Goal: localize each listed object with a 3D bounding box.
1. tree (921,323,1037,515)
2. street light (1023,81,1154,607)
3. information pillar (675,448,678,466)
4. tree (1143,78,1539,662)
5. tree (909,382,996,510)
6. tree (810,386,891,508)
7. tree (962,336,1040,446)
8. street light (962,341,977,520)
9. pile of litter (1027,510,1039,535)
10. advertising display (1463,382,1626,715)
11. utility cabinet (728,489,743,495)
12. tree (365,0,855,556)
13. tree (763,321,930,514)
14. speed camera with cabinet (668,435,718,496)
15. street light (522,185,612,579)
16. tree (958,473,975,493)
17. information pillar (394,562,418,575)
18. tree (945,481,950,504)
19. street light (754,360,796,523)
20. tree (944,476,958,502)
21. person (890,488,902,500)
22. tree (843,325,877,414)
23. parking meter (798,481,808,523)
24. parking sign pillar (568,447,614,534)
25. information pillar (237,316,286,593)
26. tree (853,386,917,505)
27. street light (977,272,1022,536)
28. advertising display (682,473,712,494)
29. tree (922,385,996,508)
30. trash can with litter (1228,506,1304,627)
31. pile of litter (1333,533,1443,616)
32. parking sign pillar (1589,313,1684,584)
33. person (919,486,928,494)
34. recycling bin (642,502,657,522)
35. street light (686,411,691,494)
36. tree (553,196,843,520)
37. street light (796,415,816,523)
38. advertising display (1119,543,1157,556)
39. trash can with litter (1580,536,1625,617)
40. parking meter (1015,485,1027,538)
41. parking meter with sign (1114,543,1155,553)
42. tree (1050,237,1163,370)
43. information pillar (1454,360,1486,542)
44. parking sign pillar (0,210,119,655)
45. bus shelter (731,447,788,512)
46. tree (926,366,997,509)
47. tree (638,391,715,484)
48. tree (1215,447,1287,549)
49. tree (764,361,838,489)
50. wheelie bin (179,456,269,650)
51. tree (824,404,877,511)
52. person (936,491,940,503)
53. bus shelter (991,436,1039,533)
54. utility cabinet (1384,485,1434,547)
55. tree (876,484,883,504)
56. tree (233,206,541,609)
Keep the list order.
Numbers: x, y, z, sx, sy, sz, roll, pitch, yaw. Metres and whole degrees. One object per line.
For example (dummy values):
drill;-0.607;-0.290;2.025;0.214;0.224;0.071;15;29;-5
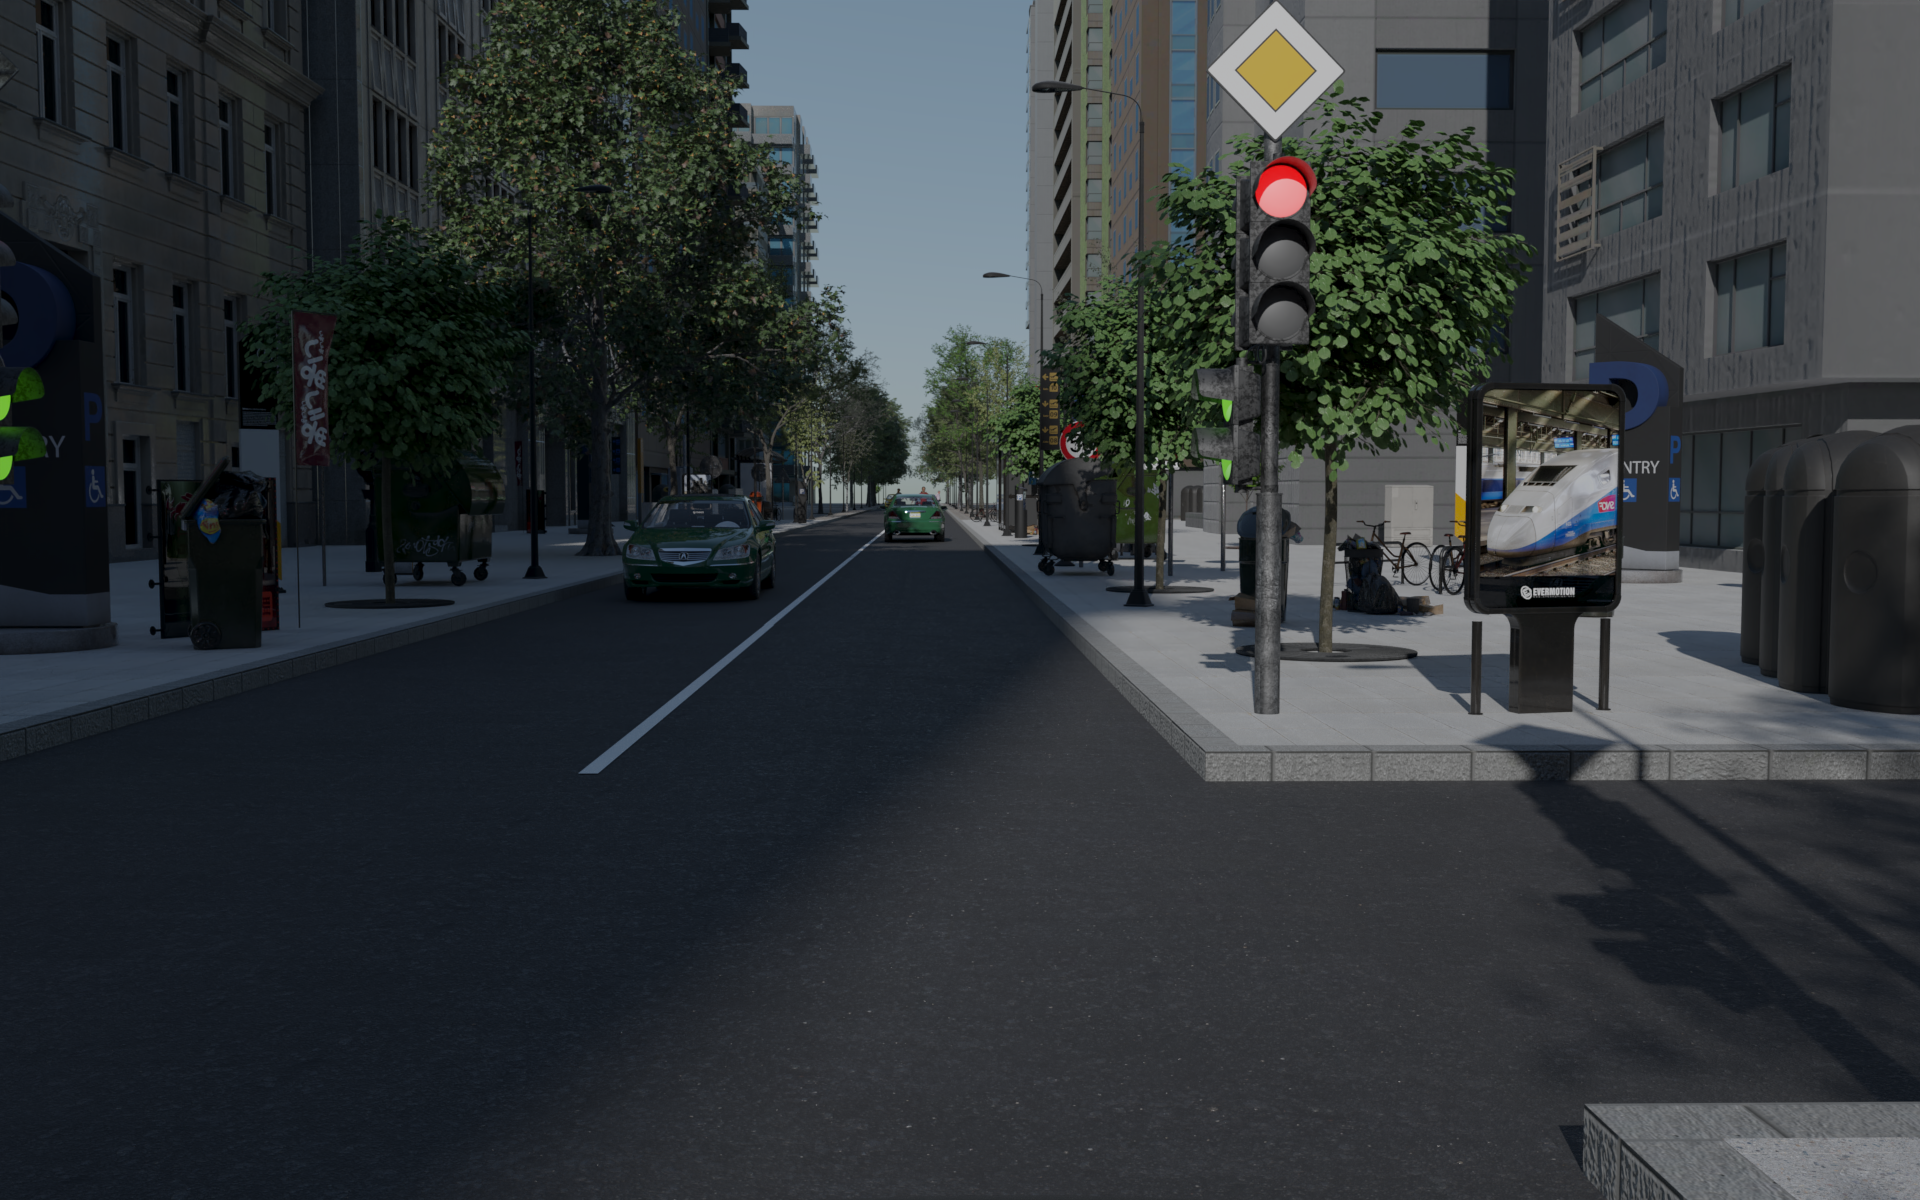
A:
tree;1.189;-11.043;106.314;9.928;11.665;9.643;0;3;0
street light;1.507;-2.881;19.646;1.470;5.913;1.316;0;4;-1
information pillar;-13.890;-5.715;84.802;0.183;3.616;0.504;-1;4;-17
tree;2.867;-1.835;13.722;4.285;4.588;4.351;0;3;0
tree;0.479;-12.416;137.410;8.767;10.594;7.601;-1;4;-19
tree;-10.021;-14.657;157.767;7.486;12.596;7.792;0;3;0
tree;2.313;-8.032;81.680;4.737;8.622;4.395;0;3;0
street light;0.895;-4.899;52.639;1.470;5.913;1.316;0;4;-1
pile of litter;2.518;-2.488;54.638;1.719;0.858;1.176;0;4;-3
advertising display;3.417;-0.301;10.135;0.974;1.923;0.123;-1;4;-14
utility cabinet;-9.024;-3.729;69.643;0.318;1.500;1.173;0;4;7
tree;-7.457;-7.274;35.936;9.611;12.733;9.660;0;3;0
tree;-9.086;-12.312;111.669;12.009;13.543;11.850;0;3;0
speed camera with cabinet;-9.036;-3.936;58.681;0.660;3.252;2.038;2;4;29
street light;-5.918;-3.279;26.145;1.470;5.913;1.316;0;4;-1
tree;0.767;-10.024;158.492;1.663;3.219;1.824;0;3;0
information pillar;-8.791;-1.404;27.451;0.304;2.012;0.304;0;4;0
tree;-1.643;-19.003;221.074;12.009;13.543;11.850;0;3;0
street light;-6.541;-5.339;59.838;1.470;5.913;1.316;0;4;-1
tree;-1.338;-17.396;234.781;4.360;8.622;3.978;0;3;0
person;-4.578;-7.419;129.427;1.348;1.869;0.705;0;4;6
tree;-7.176;-8.050;66.030;8.767;10.594;7.601;0;4;7
parking meter;-6.869;-4.278;75.648;0.399;1.863;0.255;0;4;1
parking sign pillar;-11.915;-4.119;55.814;1.447;3.967;1.447;1;4;9
information pillar;-8.974;-1.888;22.219;0.504;3.616;0.183;-3;4;-39
tree;-10.318;-18.570;210.267;9.857;13.997;8.962;0;3;0
street light;1.174;-3.906;36.397;1.470;5.913;1.316;0;4;-1
advertising display;-8.220;-2.996;54.206;0.974;1.923;0.123;-2;4;-31
tree;0.120;-15.373;168.354;9.611;12.733;9.660;0;3;0
trash can with litter;3.004;-0.347;17.062;0.624;1.170;1.055;1;4;19
pile of litter;4.603;-0.306;18.971;1.176;0.858;1.719;0;4;-6
parking sign pillar;9.857;-2.257;25.381;1.447;3.967;1.447;-3;5;-42
person;-1.890;-4.997;90.144;1.348;1.831;0.705;0;4;-4
recycling bin;-9.101;-2.424;52.192;0.722;1.027;0.722;-3;5;-42
street light;-6.306;-4.346;43.596;1.470;5.913;1.316;0;4;-1
tree;-8.079;-7.037;49.470;8.767;10.594;7.601;0;3;0
street light;-6.788;-6.416;77.448;1.470;5.913;1.316;0;4;-1
advertising display;3.741;-1.893;36.161;0.974;1.923;0.123;-2;4;-25
trash can with litter;6.454;-0.422;18.293;0.624;1.170;1.055;-2;4;-32
parking meter;1.774;-2.566;50.363;0.372;1.533;0.369;0;3;0
parking meter with sign;3.710;-2.580;38.436;0.543;3.016;1.738;-2;4;-32
tree;4.628;-5.998;48.434;4.360;8.622;3.978;0;3;0
information pillar;8.816;-2.357;29.891;0.504;3.616;0.183;1;4;11
parking sign pillar;-7.832;-1.583;14.348;1.447;3.967;1.447;0;4;-1
bus shelter;-8.897;-5.095;77.230;2.014;3.302;5.546;0;4;-1
tree;0.443;-14.283;151.658;7.486;12.596;7.792;0;3;0
tree;-12.373;-7.684;75.995;4.737;8.622;4.395;0;3;0
tree;6.713;-2.797;40.340;1.663;3.219;1.824;0;3;0
tree;-8.349;-8.663;92.002;4.737;8.622;4.395;0;3;0
wheelie bin;-6.168;-0.406;14.549;0.693;1.594;0.980;-2;4;-26
tree;-8.372;-10.952;129.434;4.360;8.622;3.978;0;3;0
person;-1.693;-7.801;136.984;0.436;1.711;0.756;3;5;39
bus shelter;2.208;-5.091;60.876;2.179;5.291;8.768;0;4;-1
utility cabinet;10.791;-2.014;41.608;1.173;1.500;0.318;-1;4;-20
tree;-11.226;-14.346;229.153;1.663;3.219;1.824;0;3;0
tree;-6.526;-2.217;19.955;4.285;4.588;4.351;0;3;0
